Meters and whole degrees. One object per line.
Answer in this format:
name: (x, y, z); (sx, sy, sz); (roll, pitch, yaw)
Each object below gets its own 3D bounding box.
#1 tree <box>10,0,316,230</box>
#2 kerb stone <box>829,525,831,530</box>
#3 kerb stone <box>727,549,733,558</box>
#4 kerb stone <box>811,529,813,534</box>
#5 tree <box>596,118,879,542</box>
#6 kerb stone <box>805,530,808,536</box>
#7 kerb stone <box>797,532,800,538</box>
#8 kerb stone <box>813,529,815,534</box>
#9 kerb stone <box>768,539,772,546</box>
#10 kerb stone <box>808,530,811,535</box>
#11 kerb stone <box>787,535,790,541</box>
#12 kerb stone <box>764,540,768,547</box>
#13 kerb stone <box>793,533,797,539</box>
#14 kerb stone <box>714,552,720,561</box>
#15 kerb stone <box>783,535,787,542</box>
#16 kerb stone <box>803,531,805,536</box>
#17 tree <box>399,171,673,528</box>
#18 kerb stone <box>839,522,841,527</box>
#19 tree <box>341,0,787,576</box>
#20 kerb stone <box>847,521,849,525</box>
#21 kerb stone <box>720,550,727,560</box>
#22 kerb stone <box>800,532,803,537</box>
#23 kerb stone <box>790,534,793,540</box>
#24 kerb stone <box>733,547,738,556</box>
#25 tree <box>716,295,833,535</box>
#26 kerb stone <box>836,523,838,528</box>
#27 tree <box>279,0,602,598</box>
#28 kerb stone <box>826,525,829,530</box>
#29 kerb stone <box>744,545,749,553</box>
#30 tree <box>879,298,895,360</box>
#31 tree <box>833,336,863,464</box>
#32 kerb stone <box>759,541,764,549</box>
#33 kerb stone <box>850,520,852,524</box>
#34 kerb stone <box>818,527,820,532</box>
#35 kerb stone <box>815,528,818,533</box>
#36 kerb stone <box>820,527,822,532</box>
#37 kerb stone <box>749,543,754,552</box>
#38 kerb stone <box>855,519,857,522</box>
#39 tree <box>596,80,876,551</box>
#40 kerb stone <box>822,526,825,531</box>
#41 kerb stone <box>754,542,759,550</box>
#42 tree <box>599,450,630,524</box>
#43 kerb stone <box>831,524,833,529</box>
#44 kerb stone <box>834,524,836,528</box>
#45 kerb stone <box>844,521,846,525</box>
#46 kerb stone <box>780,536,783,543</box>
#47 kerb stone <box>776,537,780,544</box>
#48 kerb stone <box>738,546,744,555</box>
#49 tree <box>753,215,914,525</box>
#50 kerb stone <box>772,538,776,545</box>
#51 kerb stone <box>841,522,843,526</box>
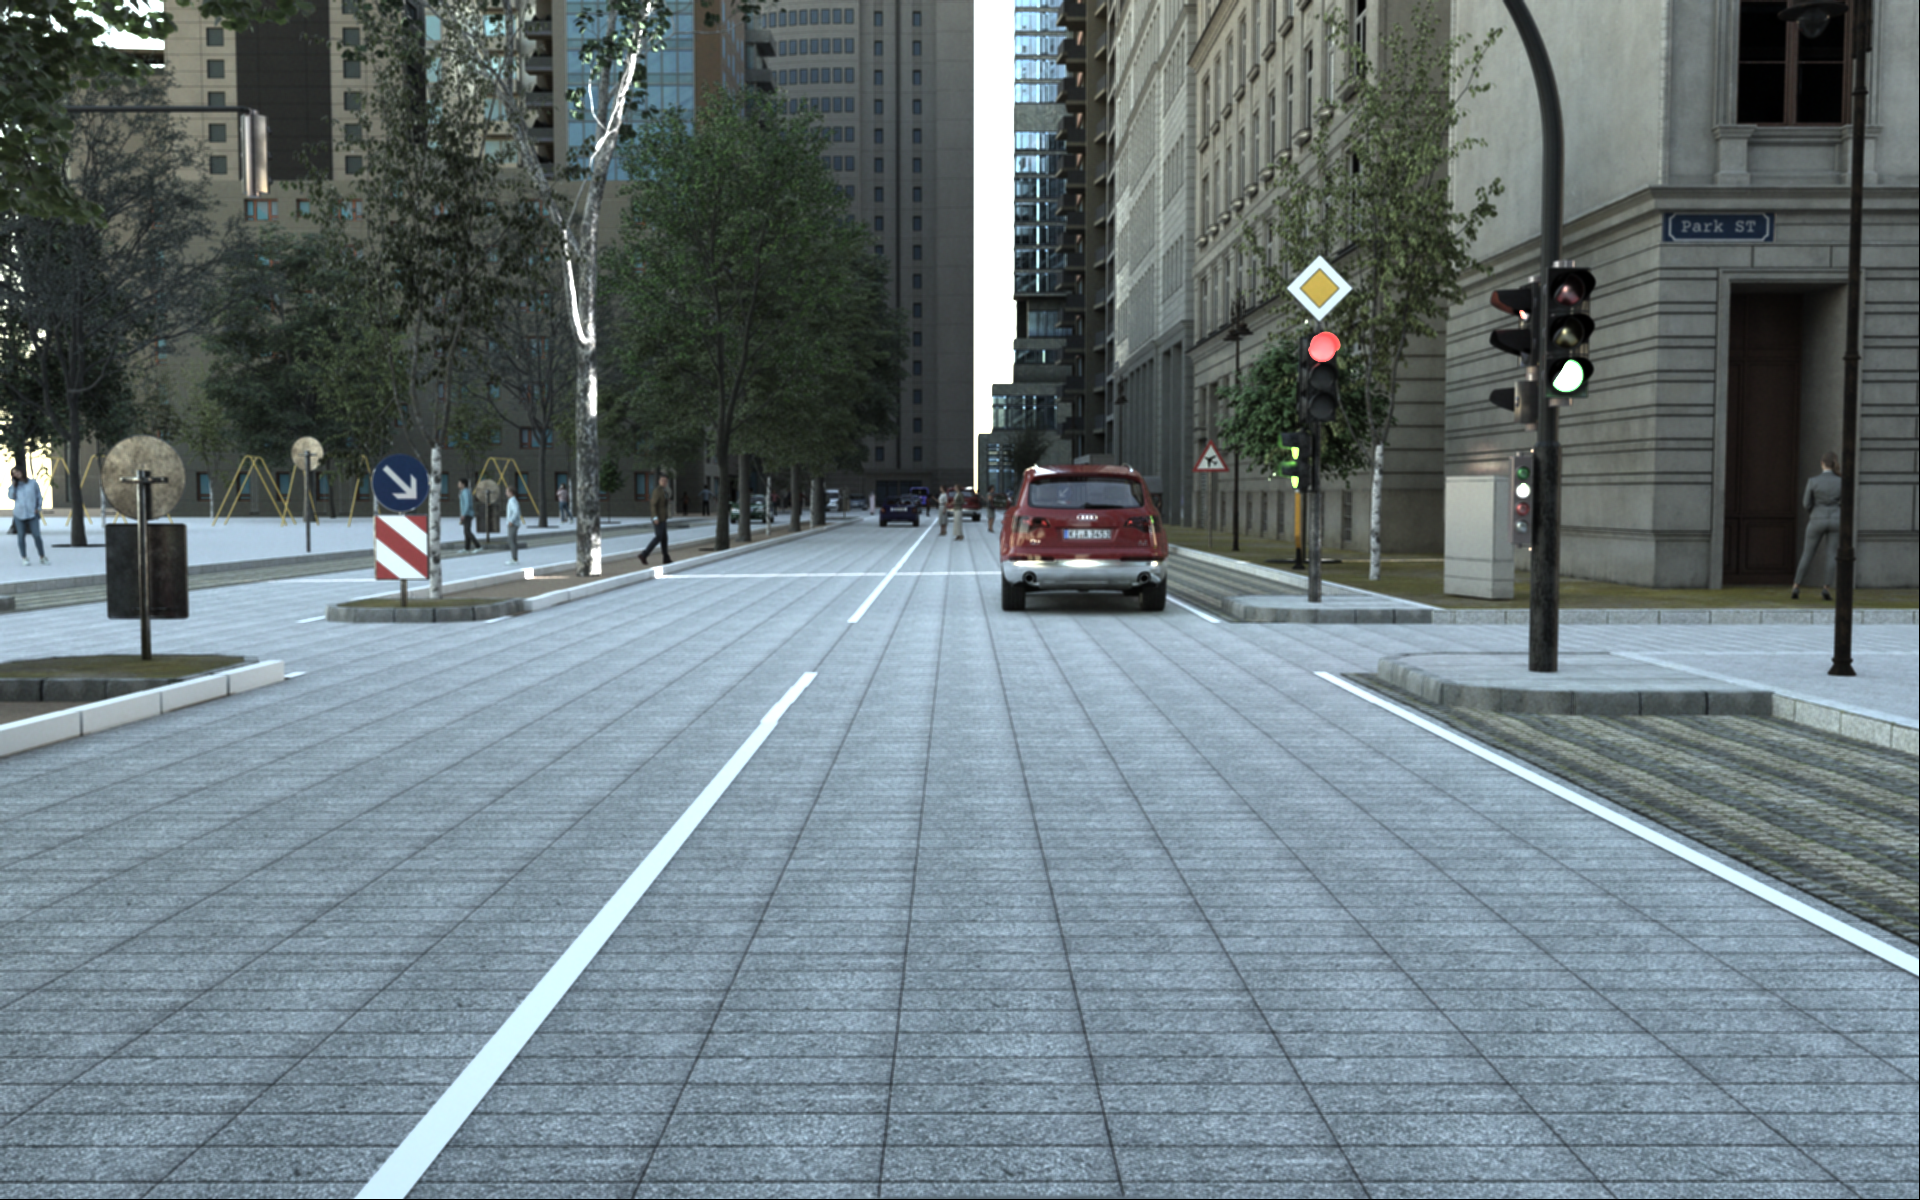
tree: (-6.486, -5.317, 7.516); (7.486, 12.596, 7.792); (0, 3, 0)
kerb stone: (-5.335, -2.841, 68.753); (0.120, 0.150, 1.000); (0, 3, 0)
kerb stone: (-5.301, -1.030, 39.033); (0.120, 0.150, 1.000); (0, 3, 0)
kerb stone: (-5.326, -2.346, 60.552); (0.120, 0.150, 1.000); (0, 3, 0)
tree: (-6.588, -8.042, 52.069); (7.486, 12.596, 7.792); (0, 3, 0)
kerb stone: (-5.323, -2.221, 58.501); (0.120, 0.150, 1.000); (0, 3, 0)
kerb stone: (-5.323, -2.033, 55.427); (0.120, 0.150, 1.000); (0, 3, 0)
kerb stone: (-5.329, -2.406, 61.576); (0.120, 0.150, 1.000); (0, 3, 0)
kerb stone: (-5.314, -1.531, 47.231); (0.120, 0.150, 1.000); (0, 3, 0)
kerb stone: (-5.328, -2.282, 59.530); (0.120, 0.150, 1.000); (0, 3, 0)
kerb stone: (-5.310, -1.845, 52.358); (0.120, 0.150, 1.000); (0, 3, 0)
kerb stone: (-5.307, -1.469, 46.208); (0.120, 0.150, 1.000); (0, 3, 0)
kerb stone: (-5.321, -1.970, 54.404); (0.120, 0.150, 1.000); (0, 3, 0)
kerb stone: (-5.299, -0.905, 36.988); (0.120, 0.150, 1.000); (0, 3, 0)
kerb stone: (-5.315, -1.781, 51.333); (0.120, 0.150, 1.000); (0, 3, 0)
kerb stone: (-5.324, -2.157, 57.479); (0.120, 0.150, 1.000); (0, 3, 0)
tree: (-15.998, -9.515, 65.939); (12.009, 13.543, 11.850); (0, 3, 0)
kerb stone: (-5.343, -3.220, 74.910); (0.120, 0.150, 1.000); (0, 3, 0)
tree: (-7.670, -10.520, 30.351); (12.611, 20.169, 13.585); (0, 3, 0)
kerb stone: (-5.345, -3.536, 80.047); (0.120, 0.150, 1.000); (0, 3, 0)
kerb stone: (-5.297, -0.967, 38.011); (0.120, 0.150, 1.000); (0, 3, 0)
kerb stone: (-5.321, -2.093, 56.451); (0.120, 0.150, 1.000); (0, 3, 0)
kerb stone: (-5.330, -1.907, 53.380); (0.120, 0.150, 1.000); (0, 3, 0)
kerb stone: (-5.308, -1.093, 40.065); (0.120, 0.150, 1.000); (0, 3, 0)
tree: (-6.647, -6.552, 59.947); (4.360, 8.622, 3.978); (0, 3, 0)
kerb stone: (-5.340, -3.094, 72.865); (0.120, 0.150, 1.000); (0, 3, 0)
tree: (-6.678, -4.231, 22.000); (4.360, 8.622, 3.978); (0, 3, 0)
kerb stone: (-5.330, -2.775, 67.726); (0.120, 0.150, 1.000); (0, 3, 0)
kerb stone: (-5.302, -1.214, 42.115); (0.120, 0.150, 1.000); (0, 3, 0)
tree: (-6.371, -8.888, 65.897); (7.486, 12.596, 7.792); (0, 3, 0)
tree: (-6.176, -7.301, 72.192); (4.360, 8.622, 3.978); (0, 3, 0)
kerb stone: (-5.304, -1.406, 45.186); (0.120, 0.150, 1.000); (0, 3, 0)
kerb stone: (-5.351, -3.664, 82.105); (0.120, 0.150, 1.000); (0, 3, 0)
kerb stone: (-5.337, -2.531, 63.625); (0.120, 0.150, 1.000); (0, 3, 0)
kerb stone: (-5.334, -2.471, 62.601); (0.120, 0.150, 1.000); (0, 3, 0)
kerb stone: (-5.338, -2.593, 64.647); (0.120, 0.150, 1.000); (0, 3, 0)
kerb stone: (-5.306, -1.279, 43.137); (0.120, 0.150, 1.000); (0, 3, 0)
kerb stone: (-5.359, -3.909, 86.199); (0.120, 0.150, 1.000); (0, 3, 0)
tree: (-5.897, -7.039, 43.308); (9.928, 11.665, 9.643); (0, 3, 0)
kerb stone: (-5.332, -2.659, 65.679); (0.120, 0.150, 1.000); (0, 3, 0)
kerb stone: (-5.312, -1.340, 44.161); (0.120, 0.150, 1.000); (0, 3, 0)
tree: (-15.244, -4.966, 75.788); (1.663, 3.219, 1.824); (0, 3, 0)
kerb stone: (-5.330, -2.911, 69.795); (0.120, 0.150, 1.000); (0, 3, 0)
kerb stone: (-5.349, -3.037, 71.842); (0.120, 0.150, 1.000); (0, 3, 0)
kerb stone: (-5.349, -3.413, 77.996); (0.120, 0.150, 1.000); (0, 3, 0)
kerb stone: (-5.317, -1.715, 50.307); (0.120, 0.150, 1.000); (0, 3, 0)
kerb stone: (-5.311, -1.656, 49.279); (0.120, 0.150, 1.000); (0, 3, 0)
kerb stone: (-5.300, -1.150, 41.088); (0.120, 0.150, 1.000); (0, 3, 0)
tree: (-6.535, -10.404, 79.223); (9.857, 13.997, 8.962); (0, 3, 0)
kerb stone: (-5.305, -1.594, 48.257); (0.120, 0.150, 1.000); (0, 3, 0)
kerb stone: (-5.344, -3.287, 75.946); (0.120, 0.150, 1.000); (0, 3, 0)
